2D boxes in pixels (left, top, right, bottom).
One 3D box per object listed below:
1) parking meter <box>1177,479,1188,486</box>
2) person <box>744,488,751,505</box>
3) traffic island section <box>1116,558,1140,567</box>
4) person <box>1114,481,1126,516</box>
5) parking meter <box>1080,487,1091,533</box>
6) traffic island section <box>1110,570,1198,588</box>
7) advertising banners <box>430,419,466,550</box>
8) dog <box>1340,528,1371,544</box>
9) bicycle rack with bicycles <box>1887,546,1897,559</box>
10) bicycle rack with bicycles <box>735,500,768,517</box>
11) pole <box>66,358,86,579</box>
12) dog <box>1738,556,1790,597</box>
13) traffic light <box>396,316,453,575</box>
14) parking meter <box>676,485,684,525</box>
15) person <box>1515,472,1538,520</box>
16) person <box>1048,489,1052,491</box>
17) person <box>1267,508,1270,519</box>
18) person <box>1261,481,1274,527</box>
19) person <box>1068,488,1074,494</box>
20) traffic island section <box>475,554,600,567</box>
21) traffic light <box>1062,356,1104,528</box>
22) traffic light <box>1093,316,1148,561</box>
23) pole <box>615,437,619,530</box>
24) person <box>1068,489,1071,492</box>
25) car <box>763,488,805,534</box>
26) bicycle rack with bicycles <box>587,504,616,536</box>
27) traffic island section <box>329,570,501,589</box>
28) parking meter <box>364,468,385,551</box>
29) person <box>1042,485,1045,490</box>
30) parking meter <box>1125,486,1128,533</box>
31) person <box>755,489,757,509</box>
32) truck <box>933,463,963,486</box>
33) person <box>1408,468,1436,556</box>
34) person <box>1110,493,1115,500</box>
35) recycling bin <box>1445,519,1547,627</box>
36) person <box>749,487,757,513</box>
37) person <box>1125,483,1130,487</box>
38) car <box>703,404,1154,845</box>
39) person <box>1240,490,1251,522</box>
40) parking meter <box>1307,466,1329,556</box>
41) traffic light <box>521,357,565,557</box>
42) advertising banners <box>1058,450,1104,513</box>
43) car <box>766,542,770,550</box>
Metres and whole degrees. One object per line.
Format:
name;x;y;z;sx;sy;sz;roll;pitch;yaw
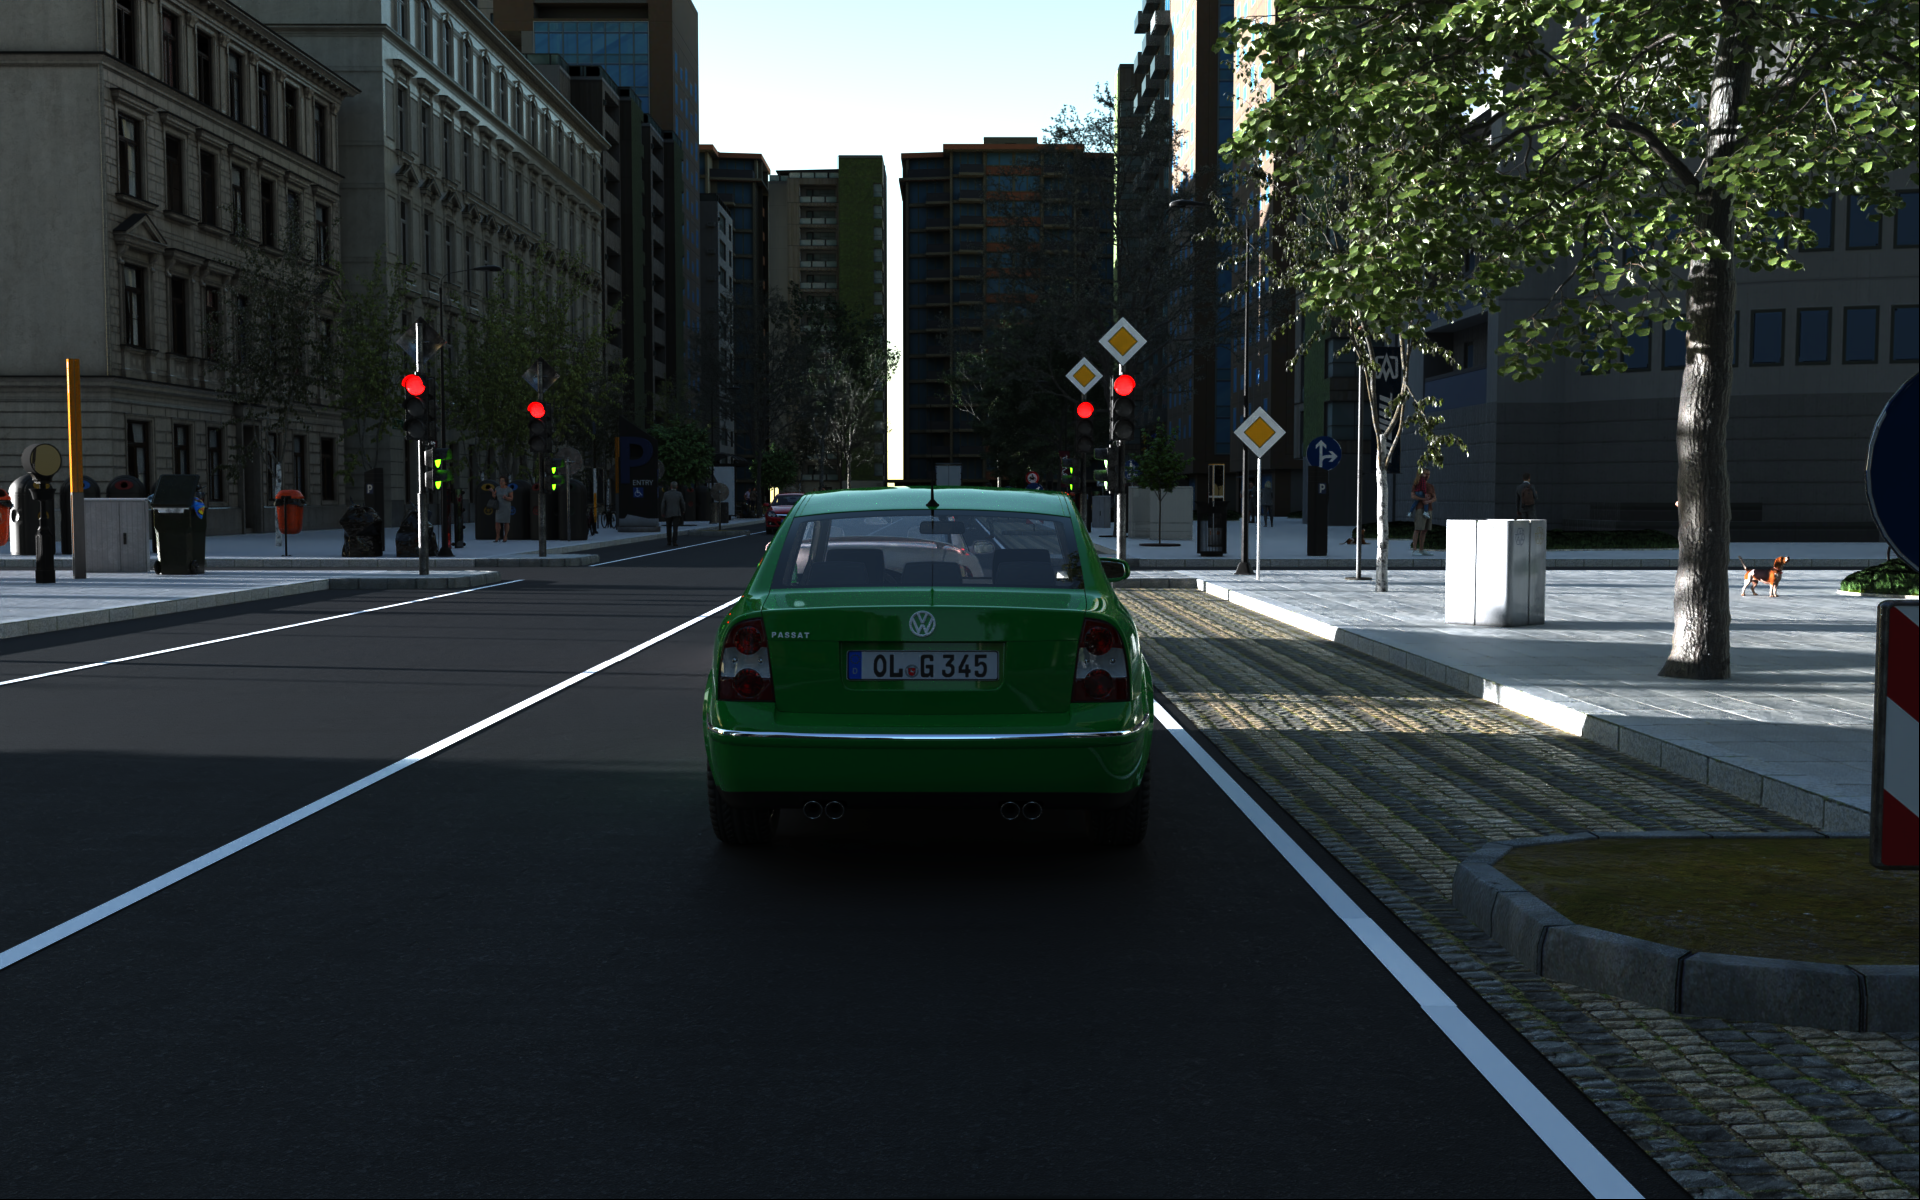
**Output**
parking meter;8.134;-3.520;63.259;0.399;1.863;0.255;-1;4;-23
person;-15.016;-7.120;123.388;0.756;1.711;0.436;-2;4;-32
traffic island section;2.556;-0.815;35.602;2.009;0.180;2.903;0;4;0
person;5.647;-3.227;59.295;0.782;1.767;0.515;0;4;0
parking meter;4.192;-3.019;57.769;0.372;1.533;0.369;0;3;0
traffic island section;2.592;-0.326;27.617;2.009;0.180;2.903;0;4;0
advertising banners;-11.968;-2.700;40.332;0.090;3.025;2.074;0;4;6
dog;10.073;-1.619;44.200;0.748;0.427;0.550;2;4;27
bicycle rack with bicycles;15.977;-0.790;26.303;2.852;0.926;2.925;0;4;-1
bicycle rack with bicycles;-12.344;-5.397;101.624;2.852;0.926;2.925;1;4;21
pole;-13.371;-1.979;26.205;0.158;3.312;0.155;0;3;0
dog;10.078;-0.300;21.729;0.540;0.507;0.406;1;4;16
traffic light;-8.509;-2.356;27.437;0.839;4.253;0.868;0;4;0
parking meter;-11.802;-4.086;72.513;0.399;1.863;0.255;1;4;15
person;14.302;-2.307;43.726;0.622;1.834;0.822;3;5;39
person;5.288;-5.869;102.337;0.601;1.785;0.444;1;4;13
person;15.952;-5.076;90.036;0.522;1.701;0.512;-2;4;-24
person;11.958;-3.750;67.540;0.537;1.800;0.526;1;4;15
person;7.056;-6.248;108.612;0.576;1.772;0.534;-1;4;-13
traffic island section;-8.585;-0.812;35.557;2.009;0.180;2.903;0;4;0
traffic light;2.516;-2.848;35.488;0.839;4.253;0.868;0;4;0
traffic light;2.552;-2.360;27.503;0.839;4.253;0.868;0;4;0
pole;-12.236;-4.170;62.023;0.158;3.312;0.155;0;3;0
person;8.308;-7.628;131.214;0.683;1.767;0.568;3;4;37
car;-6.095;-3.327;63.433;2.155;1.783;4.494;0;4;-1
bicycle rack with bicycles;-12.254;-2.456;53.541;2.852;0.926;2.925;0;4;4
traffic island section;-8.549;-0.324;27.572;2.009;0.180;2.903;0;4;0
parking meter;-13.139;-2.027;38.852;0.399;1.863;0.255;2;4;30
person;4.874;-5.717;99.865;0.721;1.781;0.623;-2;4;-25
parking meter;5.374;-2.980;57.128;0.372;1.533;0.369;0;3;0
person;-16.871;-8.434;144.749;0.445;1.727;0.742;-2;4;-25
truck;-1.103;-10.588;162.035;2.839;4.237;11.283;0;4;-1
person;9.586;-1.831;35.949;0.573;1.828;0.580;1;4;15
person;13.192;-8.733;149.751;0.541;1.710;0.530;-2;4;-27
recycling bin;5.294;-0.279;17.116;0.722;1.027;0.722;-3;5;-42
person;-14.076;-6.893;119.277;0.750;1.759;0.617;-2;4;-29
person;7.395;-4.201;75.086;0.716;1.782;0.532;2;4;25
car;-0.098;0.021;8.446;1.959;1.807;4.718;0;4;1
person;13.104;-4.422;78.708;0.716;1.782;0.532;2;4;27
parking meter;7.433;-1.850;35.951;0.399;1.863;0.255;-2;4;-32
traffic light;-8.545;-2.844;35.422;0.839;4.253;0.868;0;4;0
advertising banners;4.887;-4.505;69.843;2.074;3.025;0.090;-1;4;-23
car;-0.721;-0.175;15.226;2.083;1.381;4.827;0;4;0
